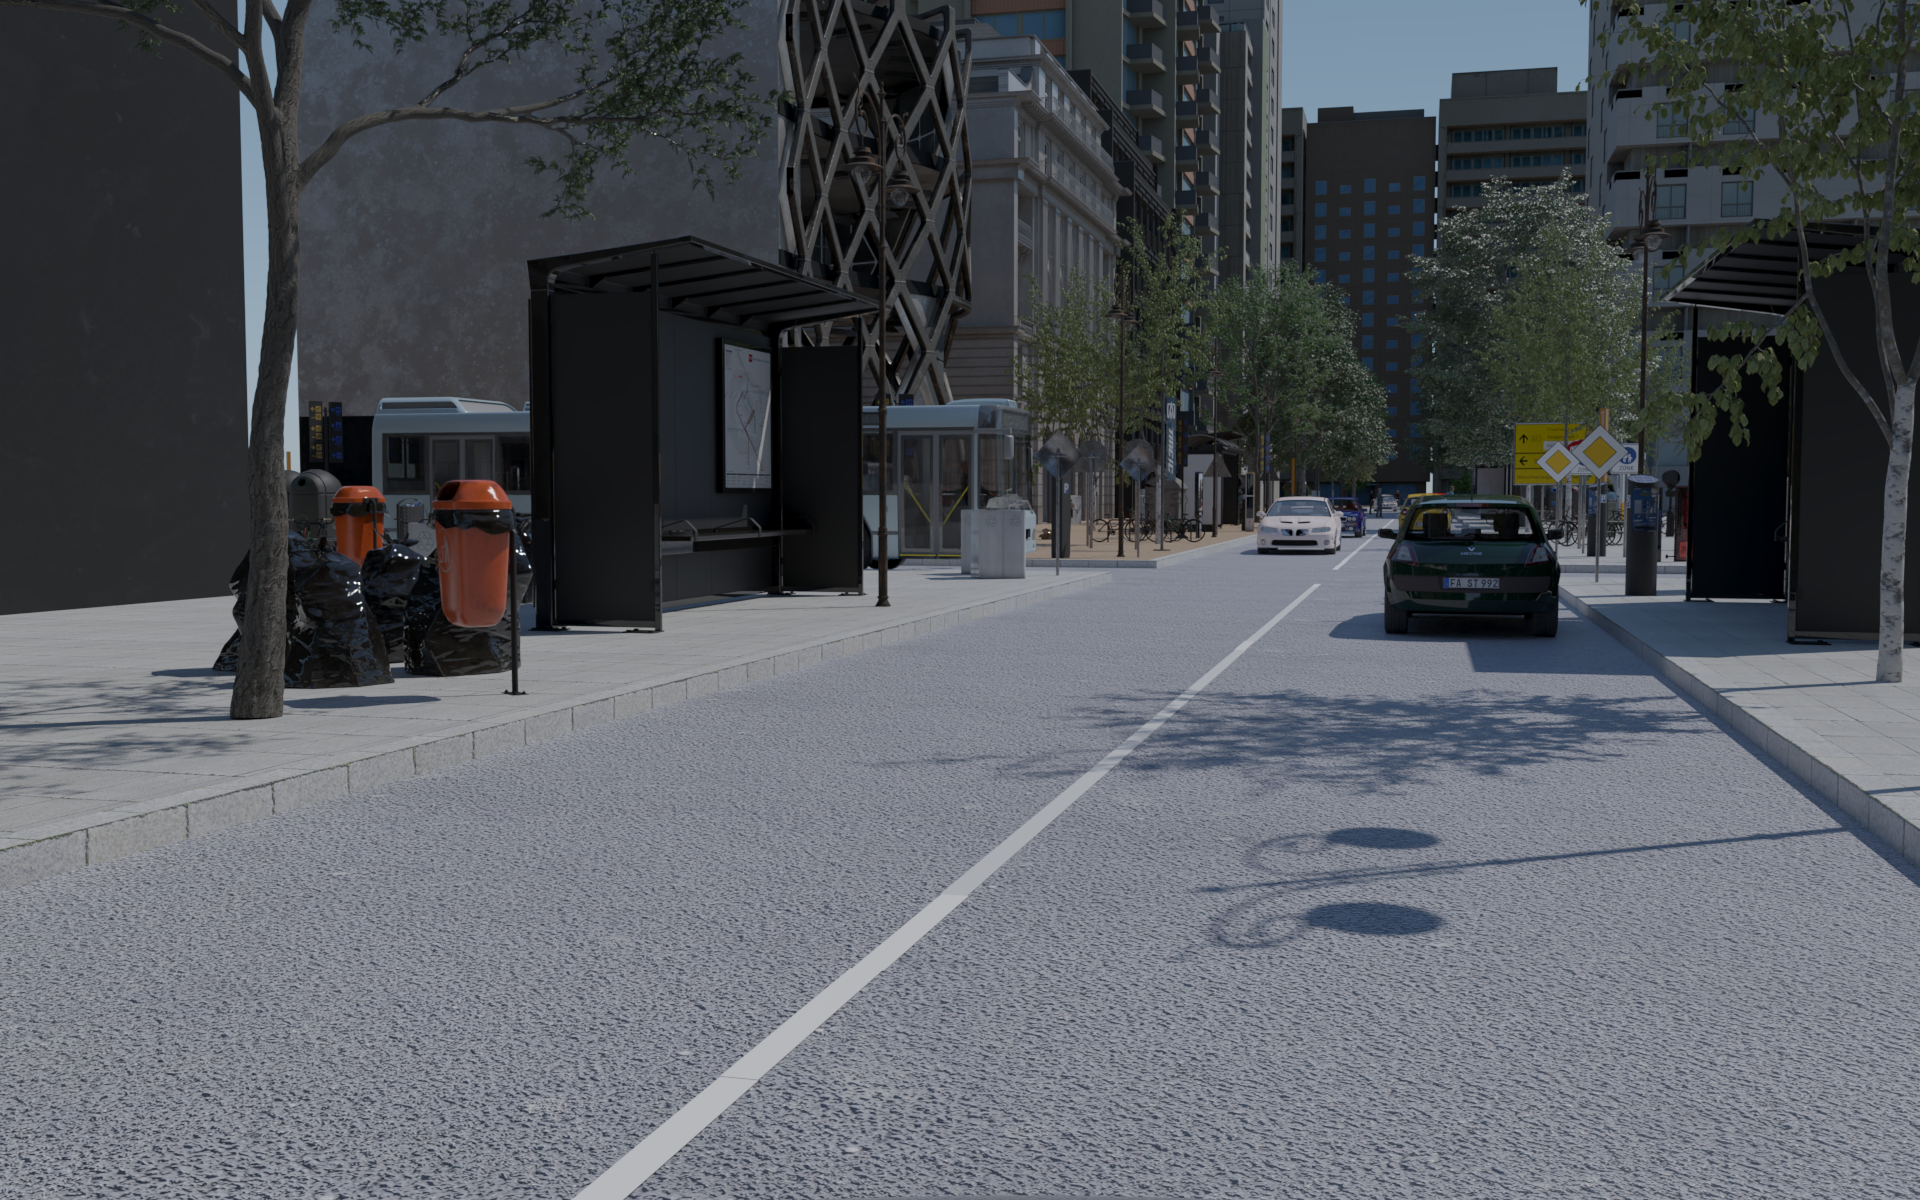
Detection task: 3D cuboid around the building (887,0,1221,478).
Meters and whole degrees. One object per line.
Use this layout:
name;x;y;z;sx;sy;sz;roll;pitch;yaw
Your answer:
building;6.943;-28.839;126.136;22.147;44.769;28.867;1;4;15

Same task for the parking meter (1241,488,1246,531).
parking meter;9.962;-3.163;60.126;0.372;1.533;0.369;0;3;0

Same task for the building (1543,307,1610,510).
building;66.367;-18.748;151.575;27.650;21.520;28.899;1;4;15

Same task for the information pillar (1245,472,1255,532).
information pillar;9.867;-3.330;58.935;0.304;2.012;0.304;1;4;11

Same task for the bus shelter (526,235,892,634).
bus shelter;-2.481;-1.694;18.983;1.731;3.624;6.357;1;4;15

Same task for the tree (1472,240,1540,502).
tree;16.282;-5.815;45.437;4.737;8.622;4.395;0;3;0

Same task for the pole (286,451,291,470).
pole;-32.082;-5.443;82.830;0.158;3.312;0.155;0;3;0

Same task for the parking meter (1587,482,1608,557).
parking meter;13.076;-1.660;35.545;0.372;1.533;0.369;0;3;0

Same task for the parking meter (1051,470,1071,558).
parking meter;2.024;-1.772;34.685;0.255;1.863;0.399;2;4;33

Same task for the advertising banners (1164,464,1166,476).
advertising banners;12.562;-6.331;99.704;2.074;3.025;0.090;2;4;30

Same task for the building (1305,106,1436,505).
building;47.968;-33.792;202.617;14.200;45.320;14.600;1;4;15

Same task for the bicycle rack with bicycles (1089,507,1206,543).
bicycle rack with bicycles;5.211;-2.027;46.522;2.925;0.926;2.852;2;4;26

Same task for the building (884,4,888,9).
building;-8.756;-55.508;220.229;31.000;86.520;22.319;1;4;15

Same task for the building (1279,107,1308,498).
building;31.401;-35.870;210.168;21.600;48.544;21.300;1;4;15

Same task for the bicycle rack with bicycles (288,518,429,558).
bicycle rack with bicycles;-8.984;-0.748;25.615;2.852;0.926;2.925;1;4;11

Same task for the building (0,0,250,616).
building;-18.295;-11.493;17.594;15.834;23.373;12.332;1;4;15

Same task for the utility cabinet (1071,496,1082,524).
utility cabinet;4.739;-3.796;73.227;0.306;1.237;1.020;3;4;38

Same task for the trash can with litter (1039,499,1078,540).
trash can with litter;2.761;-2.293;48.879;1.055;1.170;0.624;-3;5;-42

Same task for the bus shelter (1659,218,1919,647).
bus shelter;8.383;-1.608;17.575;1.731;3.624;6.357;1;4;15

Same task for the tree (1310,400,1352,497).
tree;25.611;-10.329;119.236;4.360;8.622;3.978;0;3;0

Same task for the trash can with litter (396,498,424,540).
trash can with litter;-8.902;-1.115;29.290;1.678;1.210;2.233;2;4;33

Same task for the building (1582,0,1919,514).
building;59.862;-32.660;123.225;28.713;52.752;27.495;1;4;15

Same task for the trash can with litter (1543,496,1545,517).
trash can with litter;30.152;-4.790;89.704;0.624;1.170;1.055;1;4;21

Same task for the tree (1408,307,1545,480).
tree;31.605;-11.492;104.901;9.611;12.733;9.660;0;3;0

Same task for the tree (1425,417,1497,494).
tree;44.431;-13.338;152.495;7.601;10.594;8.767;3;4;37

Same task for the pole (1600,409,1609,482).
pole;15.396;-2.914;41.488;0.158;3.312;0.155;0;3;0

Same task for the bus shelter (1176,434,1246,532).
bus shelter;8.769;-4.105;61.042;2.014;3.302;5.546;1;4;15

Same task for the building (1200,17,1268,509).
building;18.159;-28.306;146.401;14.154;41.232;14.086;1;4;15

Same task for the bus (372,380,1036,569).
bus;-4.430;-2.290;32.299;13.247;3.499;2.948;1;4;16

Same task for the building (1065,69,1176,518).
building;5.133;-16.499;99.442;12.332;23.373;15.834;1;4;15

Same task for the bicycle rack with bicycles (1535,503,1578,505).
bicycle rack with bicycles;21.711;-2.940;61.451;2.852;0.926;2.925;-3;5;-44

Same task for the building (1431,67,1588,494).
building;66.022;-35.294;200.751;21.600;48.544;21.300;1;4;15

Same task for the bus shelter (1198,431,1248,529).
bus shelter;10.041;-4.659;67.461;1.731;3.624;6.357;1;4;15

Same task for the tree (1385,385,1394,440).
tree;28.230;-12.413;128.700;9.928;11.665;9.643;0;3;0

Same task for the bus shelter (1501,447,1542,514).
bus shelter;25.506;-6.125;77.770;2.179;5.291;8.768;1;4;15

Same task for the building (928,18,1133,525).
building;-0.582;-14.575;80.097;13.314;21.916;24.055;1;4;15

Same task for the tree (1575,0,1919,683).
tree;6.389;-3.759;11.823;4.737;8.622;4.395;0;3;0

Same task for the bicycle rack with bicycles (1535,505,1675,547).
bicycle rack with bicycles;15.894;-1.835;43.389;2.925;0.926;2.852;0;4;-4

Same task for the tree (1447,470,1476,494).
tree;35.228;-7.722;120.852;1.663;3.219;1.824;0;3;0

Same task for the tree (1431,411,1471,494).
tree;41.657;-13.250;142.396;9.928;11.665;9.643;0;3;0

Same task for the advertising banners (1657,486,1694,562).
advertising banners;13.747;-2.239;32.788;2.074;3.025;0.090;-1;4;-11

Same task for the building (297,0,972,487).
building;-8.360;-11.423;54.219;16.820;18.784;16.811;1;4;15

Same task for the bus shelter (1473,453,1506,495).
bus shelter;26.878;-5.707;87.241;2.014;3.302;5.546;1;4;15

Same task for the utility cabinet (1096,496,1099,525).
utility cabinet;5.620;-3.722;72.013;0.306;1.237;1.020;0;4;4

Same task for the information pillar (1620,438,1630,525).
information pillar;27.665;-4.933;72.009;0.504;3.616;0.183;-2;4;-33

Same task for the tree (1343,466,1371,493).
tree;41.510;-12.158;182.498;4.285;4.588;4.351;0;3;0

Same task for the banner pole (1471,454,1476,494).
banner pole;28.630;-6.519;96.603;0.401;3.779;0.863;0;4;1

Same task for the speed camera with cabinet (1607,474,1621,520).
speed camera with cabinet;30.910;-5.281;80.684;2.038;3.252;0.660;-3;4;-38

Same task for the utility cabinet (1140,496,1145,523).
utility cabinet;8.376;-3.979;76.210;1.020;1.237;0.306;-1;4;-21

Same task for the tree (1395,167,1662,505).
tree;22.008;-9.825;67.293;9.857;13.997;8.962;0;3;0

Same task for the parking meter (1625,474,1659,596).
parking meter;8.620;-0.824;21.886;0.372;1.533;0.369;0;3;0

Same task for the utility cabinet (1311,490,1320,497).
utility cabinet;21.859;-6.031;107.285;0.318;1.500;1.173;3;5;41

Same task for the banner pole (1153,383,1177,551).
banner pole;4.707;-3.013;39.286;0.401;3.779;0.863;3;4;36

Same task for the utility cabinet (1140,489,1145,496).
utility cabinet;8.418;-4.221;77.691;0.318;1.500;1.173;3;5;44

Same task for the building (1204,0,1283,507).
building;19.823;-44.547;166.599;20.611;71.187;20.563;1;4;15

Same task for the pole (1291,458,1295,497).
pole;19.004;-6.422;98.839;0.158;3.312;0.155;0;3;0

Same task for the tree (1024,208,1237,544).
tree;4.880;-5.750;44.368;4.737;8.622;4.395;0;3;0

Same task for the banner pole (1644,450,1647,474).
banner pole;34.273;-5.940;87.136;0.863;3.779;0.401;-3;4;-36
